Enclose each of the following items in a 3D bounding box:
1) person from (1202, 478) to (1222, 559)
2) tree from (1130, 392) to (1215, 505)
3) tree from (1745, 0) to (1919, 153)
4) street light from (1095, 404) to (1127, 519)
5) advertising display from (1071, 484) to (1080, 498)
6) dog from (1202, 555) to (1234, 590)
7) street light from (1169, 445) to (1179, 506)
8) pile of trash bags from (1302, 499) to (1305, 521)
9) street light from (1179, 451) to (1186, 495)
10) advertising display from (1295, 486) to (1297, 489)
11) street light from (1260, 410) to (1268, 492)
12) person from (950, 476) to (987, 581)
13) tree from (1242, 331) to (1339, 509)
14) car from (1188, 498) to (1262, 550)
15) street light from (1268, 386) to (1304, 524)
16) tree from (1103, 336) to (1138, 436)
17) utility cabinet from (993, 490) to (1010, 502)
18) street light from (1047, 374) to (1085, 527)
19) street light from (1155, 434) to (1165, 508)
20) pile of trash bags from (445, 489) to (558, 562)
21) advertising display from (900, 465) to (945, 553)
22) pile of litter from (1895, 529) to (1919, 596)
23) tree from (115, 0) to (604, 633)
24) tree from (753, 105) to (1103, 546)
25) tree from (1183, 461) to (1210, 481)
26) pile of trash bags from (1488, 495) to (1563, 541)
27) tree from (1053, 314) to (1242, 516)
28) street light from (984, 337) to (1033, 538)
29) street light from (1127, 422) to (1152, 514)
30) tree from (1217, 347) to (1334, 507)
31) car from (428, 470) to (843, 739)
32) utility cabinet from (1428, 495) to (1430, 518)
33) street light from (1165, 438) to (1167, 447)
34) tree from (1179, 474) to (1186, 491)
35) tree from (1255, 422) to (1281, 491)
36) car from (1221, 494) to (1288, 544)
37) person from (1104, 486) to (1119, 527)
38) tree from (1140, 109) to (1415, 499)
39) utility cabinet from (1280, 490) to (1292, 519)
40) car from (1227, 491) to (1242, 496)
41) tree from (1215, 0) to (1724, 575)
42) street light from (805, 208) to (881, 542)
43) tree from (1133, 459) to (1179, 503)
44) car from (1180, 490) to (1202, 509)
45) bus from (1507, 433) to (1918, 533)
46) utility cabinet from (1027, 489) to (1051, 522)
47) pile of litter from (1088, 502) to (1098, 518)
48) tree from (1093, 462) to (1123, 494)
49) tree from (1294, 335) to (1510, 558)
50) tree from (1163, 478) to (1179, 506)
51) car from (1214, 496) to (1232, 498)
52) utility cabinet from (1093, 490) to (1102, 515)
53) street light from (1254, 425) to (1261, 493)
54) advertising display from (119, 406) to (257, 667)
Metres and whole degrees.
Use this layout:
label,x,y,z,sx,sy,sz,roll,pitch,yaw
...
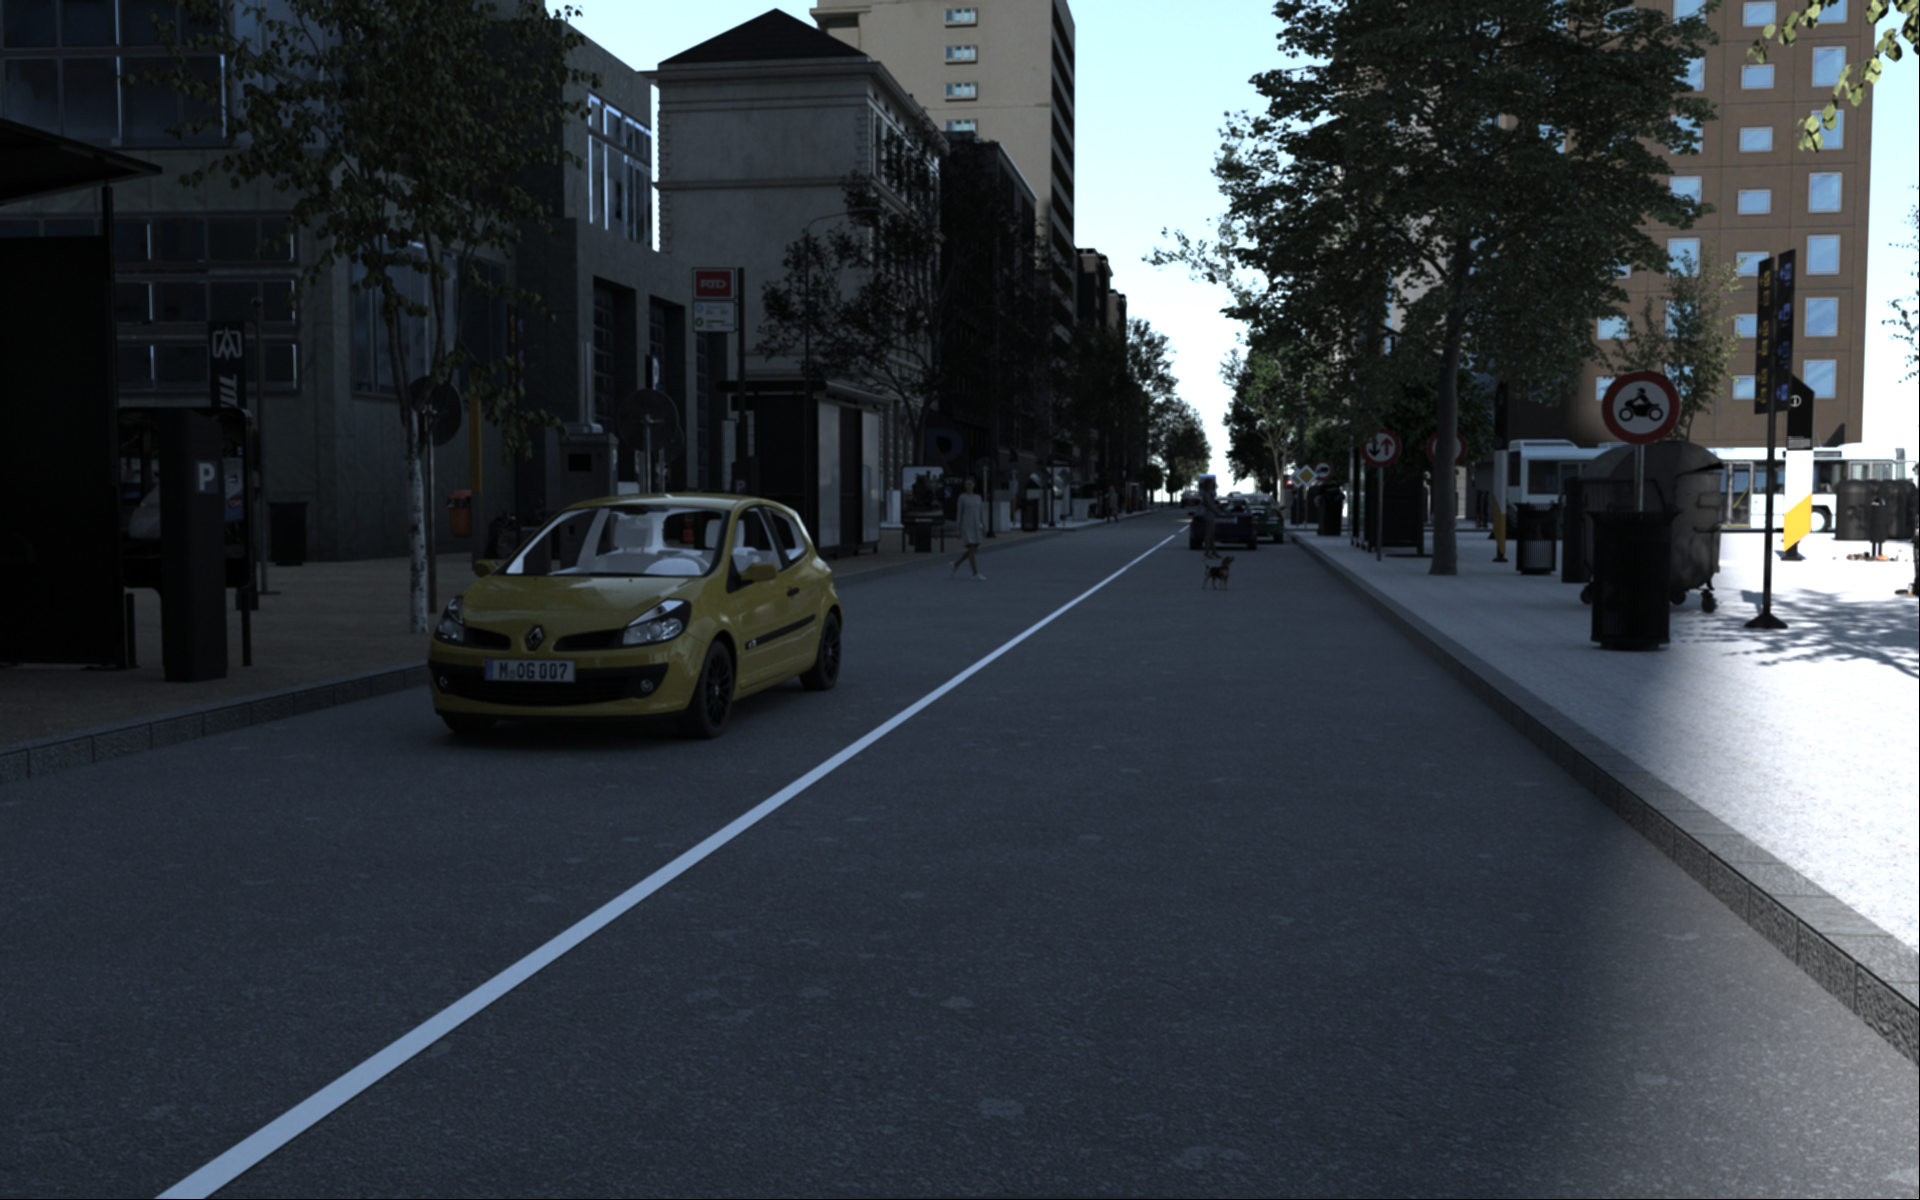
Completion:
label,x,y,z,sx,sy,sz,roll,pitch,yaw
person,5.633,-1.816,38.469,0.573,1.790,0.520,-1,4,-13
tree,26.205,-18.527,213.287,12.009,13.543,11.850,0,3,0
tree,4.999,-3.524,7.978,4.737,8.622,4.395,0,3,0
street light,7.749,-7.169,89.761,1.470,5.913,1.316,1,4,9
advertising display,7.511,-6.735,115.329,0.974,1.923,0.123,0,4,-5
dog,3.867,-0.411,26.002,0.540,0.507,0.406,1,4,17
street light,19.725,-11.723,164.213,1.470,5.913,1.316,1,4,9
pile of trash bags,17.399,-4.403,81.742,3.447,1.369,1.912,1,4,13
street light,23.169,-13.041,185.753,1.470,5.913,1.316,1,4,9
advertising display,22.420,-6.760,115.733,0.123,1.923,0.974,0,4,1
street light,17.485,-7.529,95.635,1.470,5.913,1.316,1,4,9
person,0.124,-1.199,28.861,0.760,1.731,0.466,2,4,30
tree,20.179,-11.211,109.049,9.928,11.665,9.643,0,3,0
car,6.975,-2.025,45.685,1.945,1.354,3.894,1,4,10
street light,14.035,-6.210,74.079,1.470,5.913,1.316,1,4,9
tree,3.840,-8.552,74.232,8.767,10.594,7.601,2,4,24
utility cabinet,2.254,-5.015,90.675,1.173,1.500,0.318,-2,4,-29
street light,4.124,-5.795,67.288,1.470,5.913,1.316,1,4,9
street light,14.874,-9.858,133.724,1.470,5.913,1.316,1,4,9
pile of trash bags,-8.650,-1.489,34.102,1.912,1.369,3.447,2,4,33
advertising display,-0.816,-2.004,37.973,0.974,1.923,0.123,0,4,-6
pile of litter,12.436,-0.475,21.735,1.176,0.858,1.719,1,4,22
tree,-5.024,-3.985,15.520,4.737,8.622,4.395,0,3,0
tree,-1.222,-6.620,42.655,8.767,10.594,7.601,1,4,9
tree,39.901,-22.322,299.375,7.601,10.594,8.767,-2,4,-25
pile of trash bags,16.223,-2.343,48.065,1.912,1.369,3.447,-1,4,-15
tree,8.985,-10.624,99.463,9.928,11.665,9.643,0,3,0
street light,1.438,-4.776,50.627,1.470,5.913,1.316,1,4,9
street light,11.436,-8.517,111.802,1.470,5.913,1.316,1,4,9
tree,22.948,-12.757,125.584,9.611,12.733,9.660,0,3,0
car,-2.012,-0.076,11.471,2.015,1.641,3.980,1,4,11
utility cabinet,25.798,-5.083,94.272,1.020,1.237,0.306,3,5,44
street light,16.227,-10.396,142.515,1.470,5.913,1.316,1,4,9
tree,29.420,-15.485,236.896,4.285,4.588,4.351,0,3,0
tree,27.969,-12.551,155.573,4.360,8.622,3.978,0,3,0
car,8.701,-2.436,51.624,2.131,1.459,4.920,1,4,9
person,6.668,-4.079,75.373,0.728,1.800,0.709,-2,4,-35
tree,15.795,-14.097,86.383,12.611,20.169,13.585,0,3,0
utility cabinet,16.677,-4.862,88.174,0.318,1.500,1.173,2,4,33
car,35.995,-13.322,226.479,2.281,1.827,5.304,1,4,9
tree,8.064,-6.657,26.974,7.486,12.596,7.792,0,3,0
street light,-1.968,-3.412,28.321,1.470,5.913,1.316,1,4,9
tree,17.370,-10.596,156.957,4.285,4.588,4.351,0,3,0
car,23.145,-10.076,173.407,2.281,1.827,5.304,1,4,9
bus,25.611,-3.908,58.752,13.247,3.499,2.948,0,4,7
utility cabinet,3.615,-4.275,78.577,1.173,1.500,0.318,0,4,-3
pile of litter,6.883,-4.770,91.947,1.176,0.858,1.719,-1,4,-14
tree,8.832,-6.813,105.999,1.663,3.219,1.824,0,3,0
tree,9.456,-3.170,35.548,4.285,4.588,4.351,0,3,0
tree,22.686,-11.819,187.842,1.663,3.219,1.824,0,3,0
car,11.854,-3.967,77.445,1.945,1.354,3.894,1,4,9
utility cabinet,8.152,-5.709,102.016,0.318,1.500,1.173,-1,4,-12
street light,20.853,-8.847,117.187,1.470,5.913,1.316,1,4,9
advertising display,-5.741,-0.467,12.854,0.974,1.923,0.123,0,4,-2
